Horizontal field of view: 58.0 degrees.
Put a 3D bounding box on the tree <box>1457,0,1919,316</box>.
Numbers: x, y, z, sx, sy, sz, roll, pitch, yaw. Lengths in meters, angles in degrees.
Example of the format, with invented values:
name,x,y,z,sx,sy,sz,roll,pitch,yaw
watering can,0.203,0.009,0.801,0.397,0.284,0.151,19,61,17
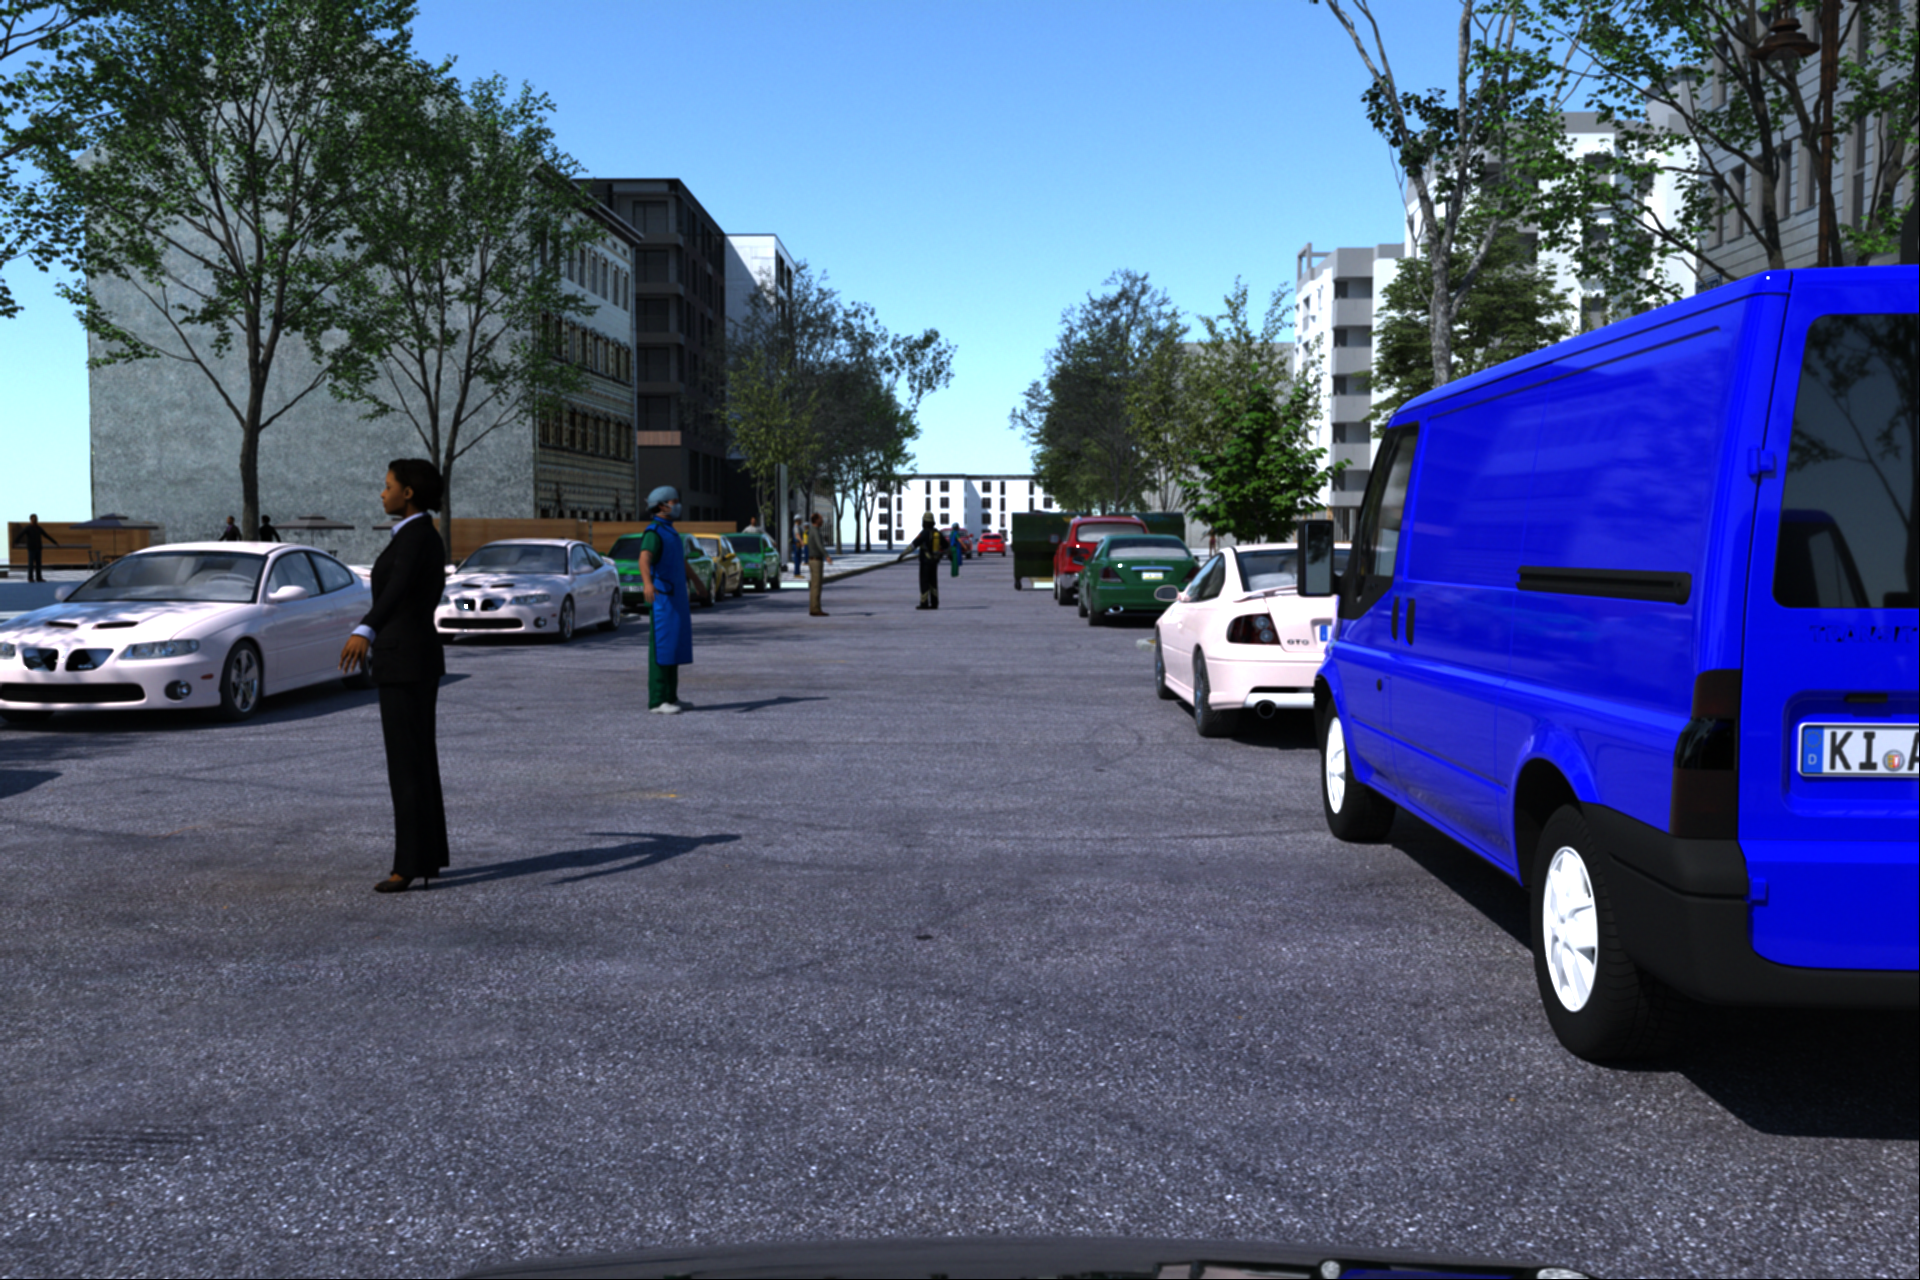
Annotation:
name,x,y,z,sx,sy,sz,roll,pitch,yaw
tree,9.257,-5.677,18.568,9.928,11.665,9.643,0,3,0

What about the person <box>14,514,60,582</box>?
name,x,y,z,sx,sy,sz,roll,pitch,yaw
person,-24.777,-2.467,46.405,0.705,1.821,1.348,2,4,25

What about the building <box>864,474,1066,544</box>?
name,x,y,z,sx,sy,sz,roll,pitch,yaw
building,1.076,-18.182,241.871,28.070,9.664,9.099,0,4,7

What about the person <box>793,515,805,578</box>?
name,x,y,z,sx,sy,sz,roll,pitch,yaw
person,-4.681,-2.721,50.350,0.705,1.847,1.347,-1,4,-11

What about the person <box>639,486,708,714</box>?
name,x,y,z,sx,sy,sz,roll,pitch,yaw
person,-2.341,-0.328,13.941,0.704,1.817,1.347,1,4,9

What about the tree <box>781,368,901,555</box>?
name,x,y,z,sx,sy,sz,roll,pitch,yaw
tree,-7.326,-10.965,105.026,9.928,11.665,9.643,0,3,0

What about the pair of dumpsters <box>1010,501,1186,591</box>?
name,x,y,z,sx,sy,sz,roll,pitch,yaw
pair of dumpsters,3.503,-2.405,44.269,4.436,2.255,1.574,0,4,1

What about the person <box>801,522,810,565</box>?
name,x,y,z,sx,sy,sz,roll,pitch,yaw
person,-6.413,-3.980,71.538,0.721,1.772,1.216,-1,4,-22

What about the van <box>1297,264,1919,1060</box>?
name,x,y,z,sx,sy,sz,roll,pitch,yaw
van,2.635,-0.120,6.351,2.240,2.365,5.245,0,4,1

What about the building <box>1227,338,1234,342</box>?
name,x,y,z,sx,sy,sz,roll,pitch,yaw
building,30.704,-22.778,203.350,19.493,23.208,18.063,0,4,1

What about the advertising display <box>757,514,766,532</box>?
name,x,y,z,sx,sy,sz,roll,pitch,yaw
advertising display,-6.279,-3.030,54.753,0.123,1.923,0.974,0,4,3

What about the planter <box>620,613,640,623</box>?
name,x,y,z,sx,sy,sz,roll,pitch,yaw
planter,-6.358,-0.453,28.541,1.991,0.319,1.994,0,4,2

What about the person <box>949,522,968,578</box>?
name,x,y,z,sx,sy,sz,roll,pitch,yaw
person,-0.113,-2.965,57.069,0.704,1.817,1.347,-2,4,-23

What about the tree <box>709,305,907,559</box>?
name,x,y,z,sx,sy,sz,roll,pitch,yaw
tree,-7.957,-10.984,89.956,12.009,13.543,11.850,0,3,0

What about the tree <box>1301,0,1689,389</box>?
name,x,y,z,sx,sy,sz,roll,pitch,yaw
tree,10.886,-10.852,33.322,12.611,20.169,13.585,0,3,0

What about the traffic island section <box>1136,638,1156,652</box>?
name,x,y,z,sx,sy,sz,roll,pitch,yaw
traffic island section,3.231,0.072,21.684,1.991,0.108,1.994,0,4,1

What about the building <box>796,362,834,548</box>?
name,x,y,z,sx,sy,sz,roll,pitch,yaw
building,-22.927,-20.981,173.964,19.493,23.208,18.063,0,4,2

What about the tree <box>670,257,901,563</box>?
name,x,y,z,sx,sy,sz,roll,pitch,yaw
tree,-7.700,-10.213,77.352,12.009,13.543,11.850,0,3,0

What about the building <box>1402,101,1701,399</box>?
name,x,y,z,sx,sy,sz,roll,pitch,yaw
building,26.413,-13.810,82.211,16.016,20.090,11.380,0,4,1

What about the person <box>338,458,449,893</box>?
name,x,y,z,sx,sy,sz,roll,pitch,yaw
person,-2.310,0.131,7.043,0.721,1.740,1.216,0,4,-6

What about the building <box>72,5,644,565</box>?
name,x,y,z,sx,sy,sz,roll,pitch,yaw
building,-26.133,-15.198,79.421,19.493,23.208,18.063,0,4,2

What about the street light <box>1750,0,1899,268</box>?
name,x,y,z,sx,sy,sz,roll,pitch,yaw
street light,6.018,-2.404,12.088,0.468,5.910,1.993,0,4,2

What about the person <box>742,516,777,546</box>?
name,x,y,z,sx,sy,sz,roll,pitch,yaw
person,-5.988,-2.700,50.329,1.347,1.806,0.705,0,4,-5

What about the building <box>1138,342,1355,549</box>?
name,x,y,z,sx,sy,sz,roll,pitch,yaw
building,26.910,-18.460,168.277,16.747,18.905,31.486,0,4,1

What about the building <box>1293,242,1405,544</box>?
name,x,y,z,sx,sy,sz,roll,pitch,yaw
building,27.116,-15.716,113.382,16.016,20.090,11.380,0,4,1

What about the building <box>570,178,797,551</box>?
name,x,y,z,sx,sy,sz,roll,pitch,yaw
building,-26.510,-16.648,116.164,27.936,21.610,32.646,0,4,0

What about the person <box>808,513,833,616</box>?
name,x,y,z,sx,sy,sz,roll,pitch,yaw
person,-2.487,-1.321,30.334,0.705,1.796,1.348,-1,4,-17

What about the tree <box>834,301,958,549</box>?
name,x,y,z,sx,sy,sz,roll,pitch,yaw
tree,-7.299,-17.591,143.496,12.611,20.169,13.585,0,3,0

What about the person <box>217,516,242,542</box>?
name,x,y,z,sx,sy,sz,roll,pitch,yaw
person,-21.199,-2.699,50.352,1.346,1.802,0.704,3,4,36

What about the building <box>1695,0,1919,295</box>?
name,x,y,z,sx,sy,sz,roll,pitch,yaw
building,26.349,-15.765,35.244,11.434,29.767,29.804,0,4,2

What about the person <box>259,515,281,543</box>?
name,x,y,z,sx,sy,sz,roll,pitch,yaw
person,-19.293,-2.564,48.103,0.705,1.806,1.347,1,4,21

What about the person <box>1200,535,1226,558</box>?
name,x,y,z,sx,sy,sz,roll,pitch,yaw
person,12.172,-4.683,83.366,1.217,1.733,0.721,0,4,4

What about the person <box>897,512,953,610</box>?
name,x,y,z,sx,sy,sz,roll,pitch,yaw
person,-0.612,-1.508,32.891,1.354,1.856,0.705,-3,5,-42

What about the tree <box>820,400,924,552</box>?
name,x,y,z,sx,sy,sz,roll,pitch,yaw
tree,-6.661,-12.327,127.298,9.928,11.665,9.643,0,3,0

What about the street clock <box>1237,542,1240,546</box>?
name,x,y,z,sx,sy,sz,roll,pitch,yaw
street clock,6.931,-2.361,43.170,0.358,2.002,0.471,0,4,1

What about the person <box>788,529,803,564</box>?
name,x,y,z,sx,sy,sz,roll,pitch,yaw
person,-7.036,-4.212,75.000,0.704,1.812,1.346,1,4,21
